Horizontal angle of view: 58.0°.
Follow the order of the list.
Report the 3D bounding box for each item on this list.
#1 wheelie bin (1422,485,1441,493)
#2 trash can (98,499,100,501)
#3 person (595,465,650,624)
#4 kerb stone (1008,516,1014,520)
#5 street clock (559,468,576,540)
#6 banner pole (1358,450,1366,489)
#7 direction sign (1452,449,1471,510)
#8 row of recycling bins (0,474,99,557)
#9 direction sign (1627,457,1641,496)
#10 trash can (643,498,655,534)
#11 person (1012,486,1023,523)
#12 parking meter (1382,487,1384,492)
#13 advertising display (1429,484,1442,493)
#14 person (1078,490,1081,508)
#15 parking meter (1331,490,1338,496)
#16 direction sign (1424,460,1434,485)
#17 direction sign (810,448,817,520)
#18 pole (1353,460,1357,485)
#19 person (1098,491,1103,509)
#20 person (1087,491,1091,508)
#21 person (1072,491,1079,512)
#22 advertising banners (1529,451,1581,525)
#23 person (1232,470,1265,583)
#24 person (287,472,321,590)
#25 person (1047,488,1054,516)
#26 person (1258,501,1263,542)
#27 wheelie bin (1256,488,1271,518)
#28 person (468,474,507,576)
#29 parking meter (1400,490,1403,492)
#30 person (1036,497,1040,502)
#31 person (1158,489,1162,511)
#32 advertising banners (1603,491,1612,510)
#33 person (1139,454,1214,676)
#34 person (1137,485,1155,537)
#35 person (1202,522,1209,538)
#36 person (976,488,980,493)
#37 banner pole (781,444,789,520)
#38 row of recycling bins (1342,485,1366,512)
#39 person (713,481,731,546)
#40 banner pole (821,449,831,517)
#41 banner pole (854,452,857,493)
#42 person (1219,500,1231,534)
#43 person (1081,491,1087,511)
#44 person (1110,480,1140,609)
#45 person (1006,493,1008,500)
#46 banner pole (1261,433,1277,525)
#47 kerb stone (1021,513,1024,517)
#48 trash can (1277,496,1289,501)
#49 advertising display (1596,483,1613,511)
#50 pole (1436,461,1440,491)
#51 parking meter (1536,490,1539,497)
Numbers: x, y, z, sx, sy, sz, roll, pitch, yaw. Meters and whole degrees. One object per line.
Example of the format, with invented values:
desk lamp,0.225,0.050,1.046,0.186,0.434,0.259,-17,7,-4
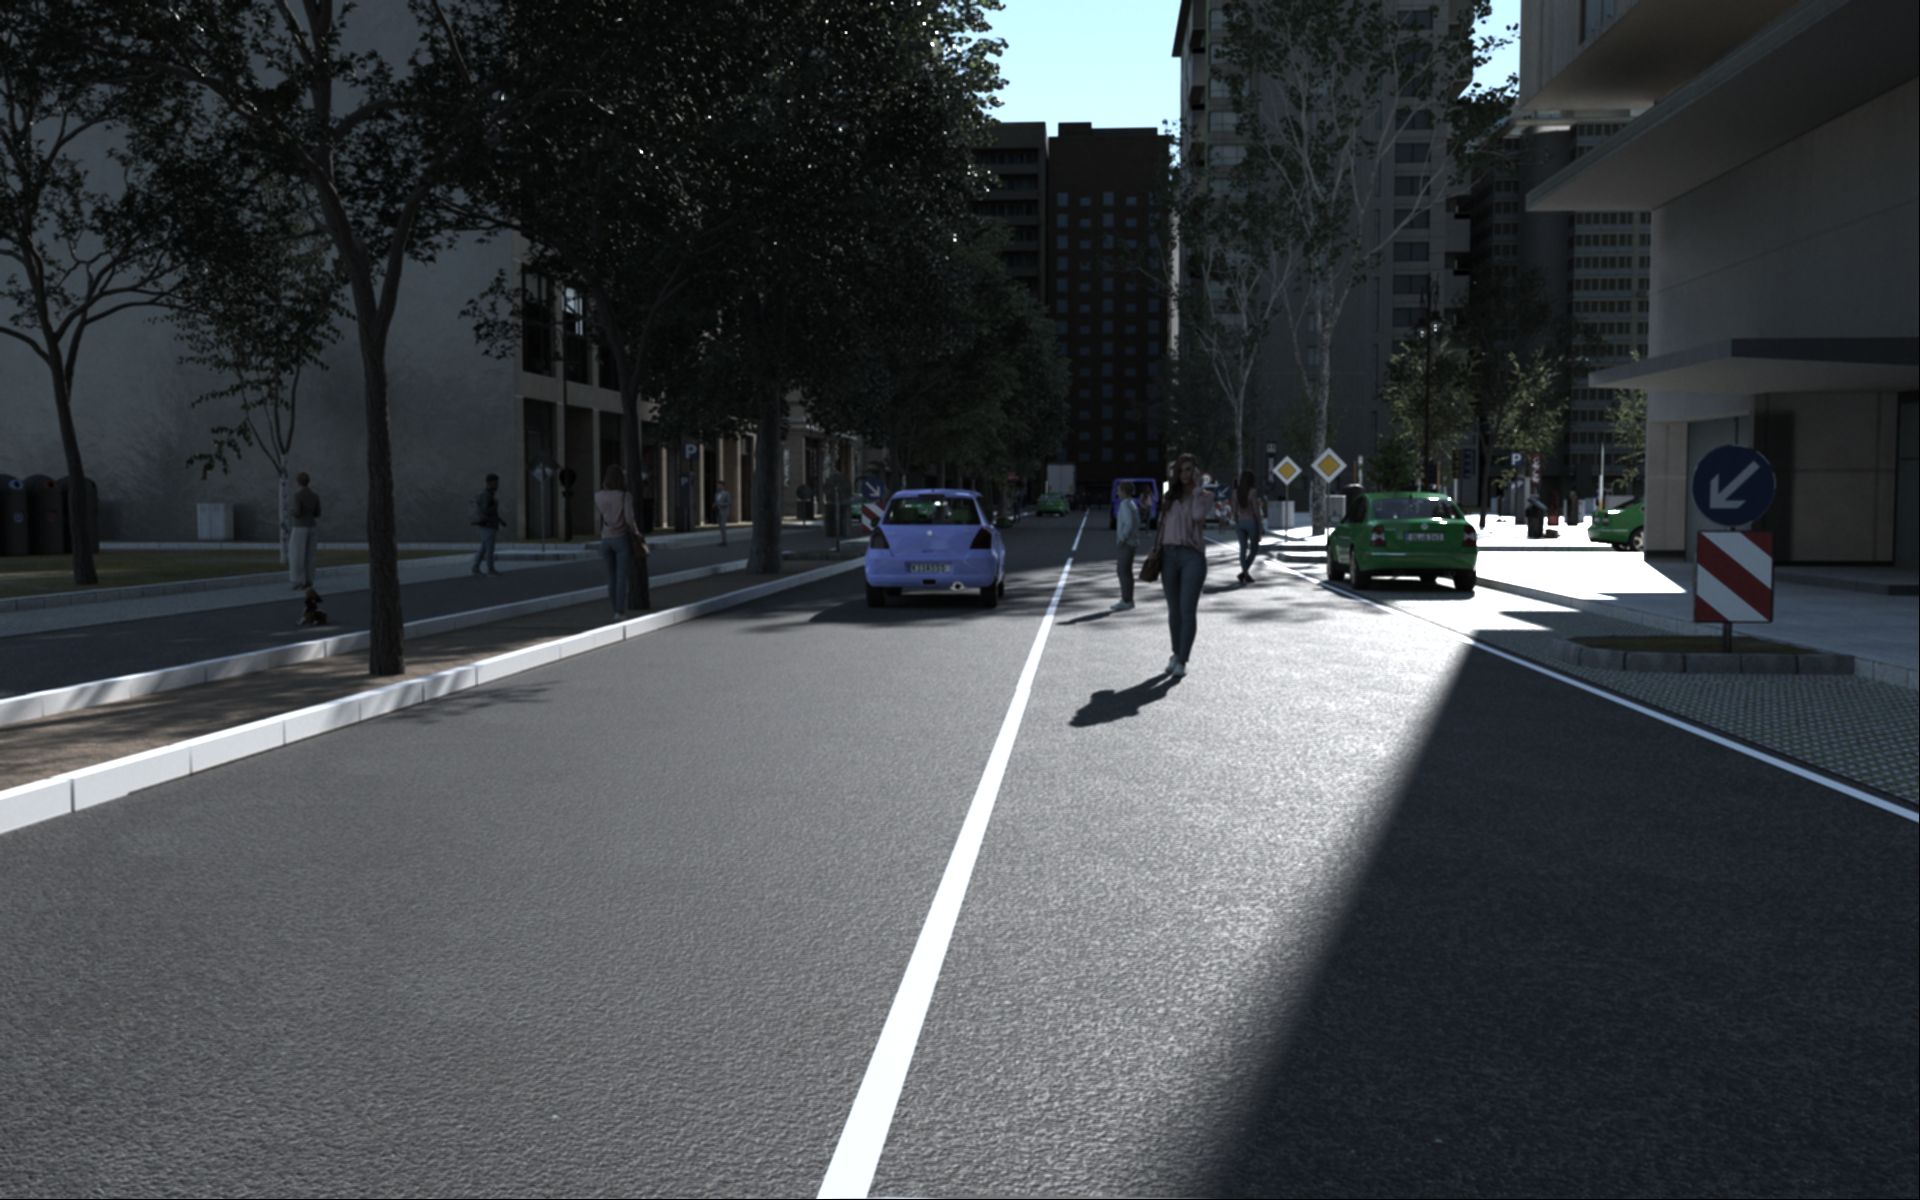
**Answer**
wheelie bin,16.520,-3.247,60.992,0.693,1.594,0.980,0,4,-4
trash can,-24.106,-2.208,47.748,0.748,1.137,0.748,0,3,0
person,-3.727,-0.599,18.882,0.593,1.750,0.643,1,4,17
kerb stone,2.968,-4.682,98.852,0.120,0.150,1.000,0,4,4
street clock,-10.979,-2.688,48.514,0.471,2.002,0.358,-1,4,-15
banner pole,22.716,-6.597,97.883,0.863,3.779,0.401,-3,5,-42
direction sign,25.056,-5.785,86.574,0.876,3.537,0.379,1,4,21
row of recycling bins,-19.623,-1.782,36.241,1.069,1.692,3.534,1,4,18
direction sign,41.399,-6.998,106.420,0.876,3.537,0.379,-1,4,-13
trash can,-10.248,-2.724,56.186,0.748,1.137,0.748,0,3,0
person,2.804,-4.650,84.711,0.419,1.800,0.721,-3,4,-37
parking meter,26.827,-6.355,109.620,0.399,1.863,0.255,0,4,6
advertising display,30.131,-6.399,109.843,0.974,1.923,0.123,-1,4,-22
person,12.388,-10.535,180.768,0.705,1.821,1.348,1,4,13
parking meter,22.484,-5.847,104.007,0.372,1.533,0.369,0,3,0
direction sign,31.570,-7.629,116.723,0.379,3.537,0.876,-2,4,-29
direction sign,-7.186,-5.670,84.698,0.379,3.537,0.876,1,4,15
pole,23.577,-6.703,103.437,0.158,3.312,0.155,0,3,0
person,13.174,-9.356,162.176,0.721,1.736,1.217,1,4,18
person,13.780,-10.712,184.435,0.445,1.727,0.742,0,4,1
person,9.081,-7.730,136.359,0.593,1.643,0.415,0,4,-3
advertising banners,24.345,-4.570,70.905,2.074,3.025,0.090,1,4,10
person,4.673,-1.192,28.007,0.555,1.821,0.388,2,4,31
person,-9.823,-1.030,25.889,0.362,1.759,0.519,2,4,29
person,6.025,-6.527,114.987,0.659,1.850,0.755,1,4,20
person,8.212,-2.121,47.860,0.332,1.250,0.352,2,4,24
wheelie bin,16.017,-5.128,91.758,0.693,1.594,0.980,-2,4,-33
person,-8.189,-1.300,30.109,0.721,1.781,0.623,-2,4,-27
parking meter,28.137,-6.263,110.818,0.372,1.533,0.369,0,3,0
person,6.809,-8.266,146.882,0.697,1.427,0.421,1,4,10
person,16.316,-8.171,142.108,0.705,1.823,1.348,-1,4,-11
advertising banners,29.268,-5.040,78.594,0.090,3.025,2.074,0,4,7
person,1.769,-0.289,13.821,0.593,1.750,0.643,2,4,32
person,6.196,-3.018,58.441,0.593,1.750,0.643,-3,5,-40
person,6.564,-2.134,48.890,1.012,1.151,0.738,0,4,0
person,1.385,-7.529,131.230,0.705,1.869,1.348,-1,4,-15
banner pole,-8.655,-5.841,85.521,0.401,3.779,0.863,-3,4,-37
row of recycling bins,17.610,-4.319,77.727,1.069,1.692,3.534,1,4,9
person,-6.666,-2.408,48.065,0.606,1.804,0.583,2,4,34
banner pole,-7.440,-6.478,95.930,0.863,3.779,0.401,3,5,40
banner pole,-6.234,-6.969,103.953,0.401,3.779,0.863,-1,4,-12
person,9.490,-2.964,61.979,0.505,1.210,0.382,2,4,26
person,10.331,-8.271,144.538,0.445,1.727,0.742,1,4,20
person,2.089,-0.701,21.767,0.330,1.601,0.589,2,4,26
person,3.473,-7.757,136.043,0.721,1.735,1.217,3,4,36
banner pole,12.664,-4.976,71.371,0.863,3.779,0.401,-1,4,-10
kerb stone,3.831,-5.374,110.086,0.120,0.150,1.000,0,4,4
trash can,20.512,-6.017,110.039,0.748,1.137,0.748,0,3,0
advertising display,36.996,-5.766,99.483,0.123,1.923,0.974,-3,5,-41
pole,29.712,-6.960,107.635,0.158,3.312,0.155,0,3,0
parking meter,34.179,-5.782,102.951,0.372,1.533,0.369,0,3,0
